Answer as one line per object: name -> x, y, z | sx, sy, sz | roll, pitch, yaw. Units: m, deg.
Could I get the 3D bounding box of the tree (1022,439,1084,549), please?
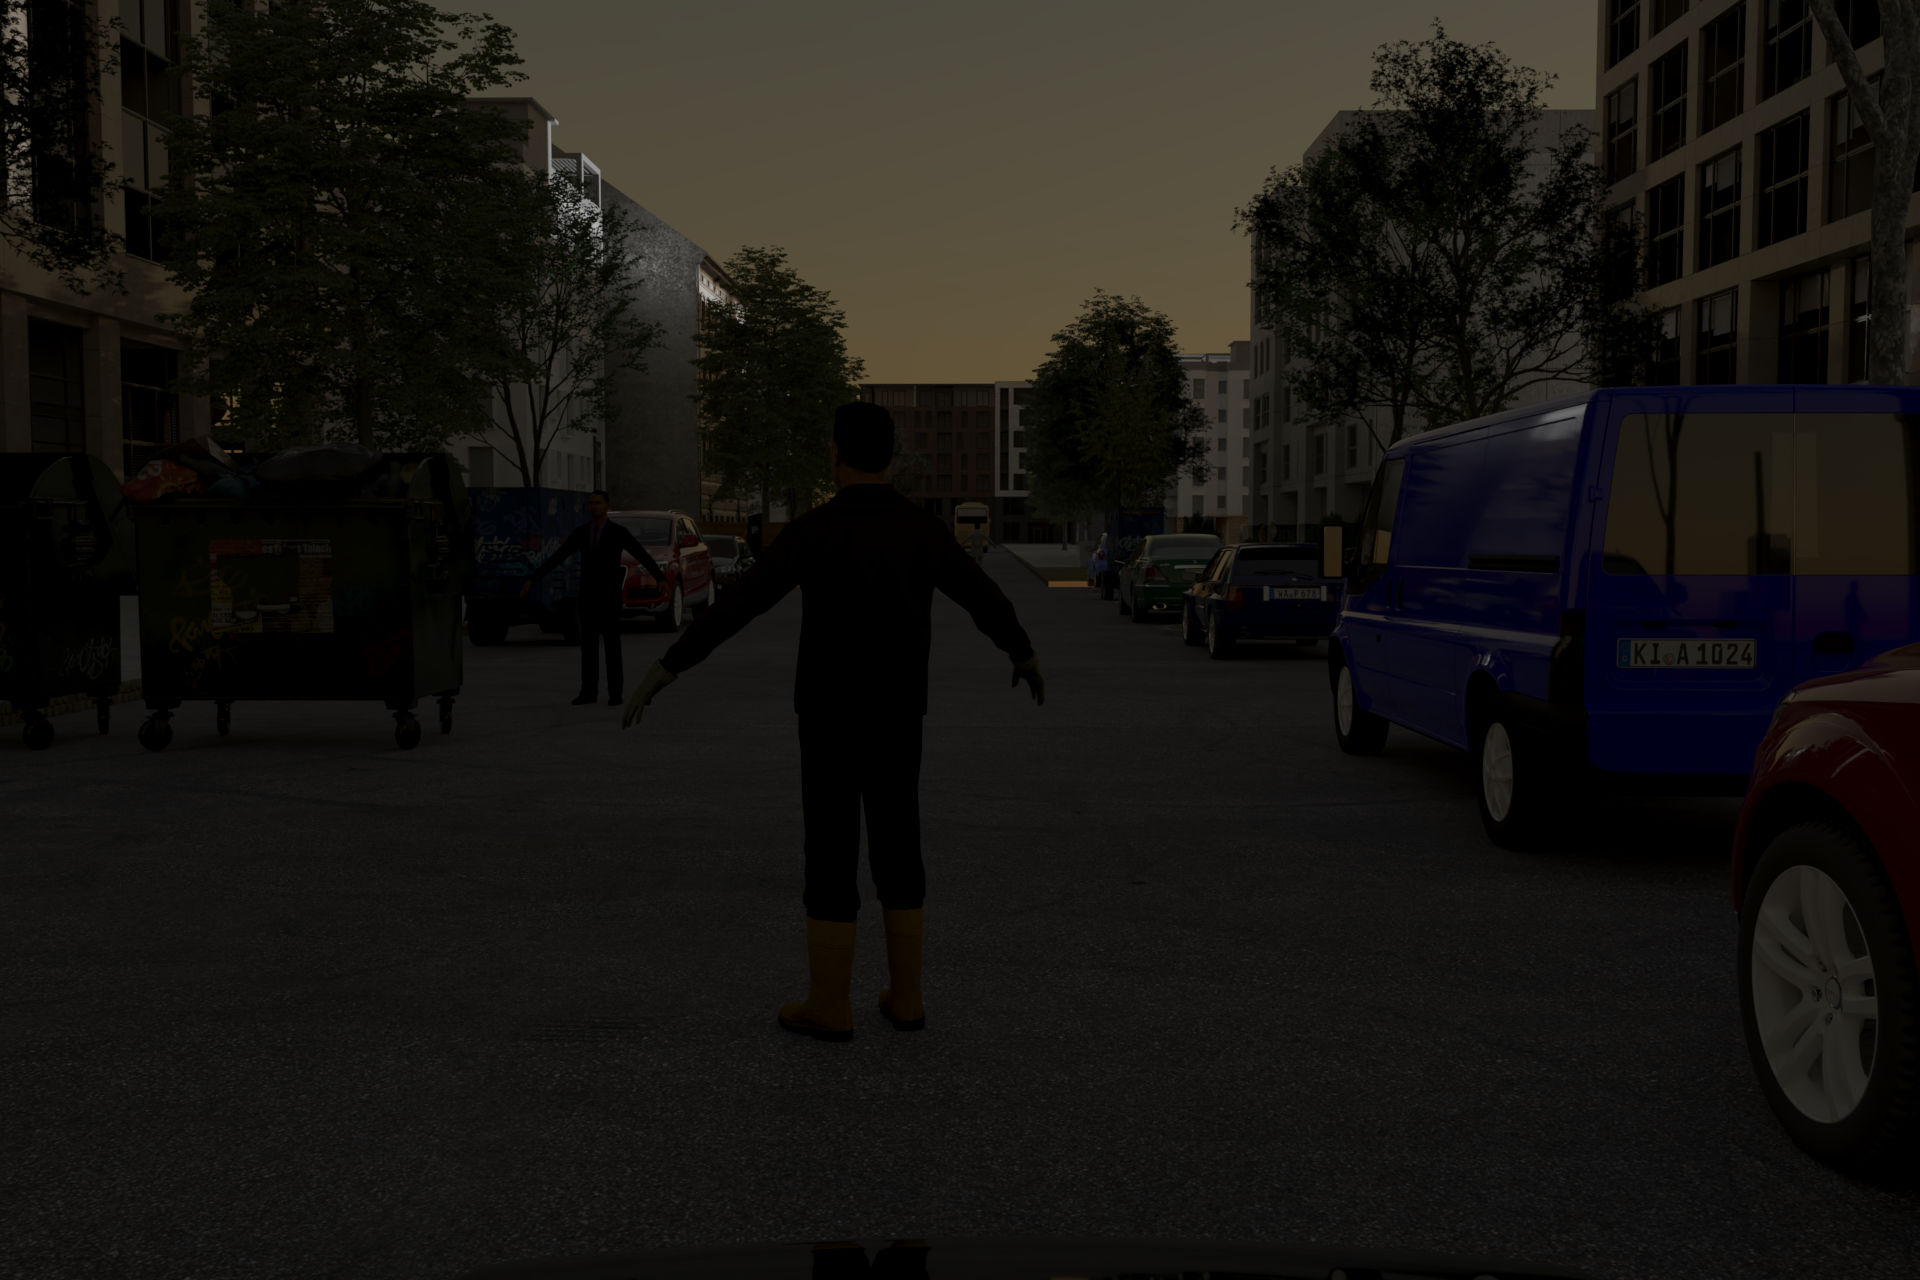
tree -> 9.014, -14.239, 150.935 | 7.486, 12.596, 7.792 | 0, 3, 0

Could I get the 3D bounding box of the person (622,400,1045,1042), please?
person -> -0.295, 0.220, 4.999 | 1.346, 1.812, 0.704 | -2, 4, -29

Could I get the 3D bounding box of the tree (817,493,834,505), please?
tree -> -18.243, -17.776, 240.992 | 4.360, 8.622, 3.978 | 0, 3, 0

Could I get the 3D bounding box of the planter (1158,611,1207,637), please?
planter -> 3.888, -0.231, 24.910 | 1.991, 0.319, 1.994 | 0, 4, 0

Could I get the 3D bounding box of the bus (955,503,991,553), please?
bus -> 0.972, -8.753, 134.656 | 2.896, 3.916, 12.252 | 0, 4, 1

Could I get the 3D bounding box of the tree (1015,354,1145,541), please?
tree -> 8.547, -12.811, 116.109 | 9.857, 13.997, 8.962 | 0, 3, 0

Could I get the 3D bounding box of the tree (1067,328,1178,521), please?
tree -> 5.892, -6.775, 61.126 | 4.737, 8.622, 4.395 | 0, 3, 0

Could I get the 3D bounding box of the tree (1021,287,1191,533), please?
tree -> 7.893, -11.290, 91.241 | 9.857, 13.997, 8.962 | 0, 3, 0

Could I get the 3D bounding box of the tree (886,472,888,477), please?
tree -> -7.433, -10.992, 130.077 | 4.737, 8.622, 4.395 | 0, 3, 0

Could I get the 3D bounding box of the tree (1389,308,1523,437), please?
tree -> 16.035, -6.423, 55.383 | 4.737, 8.622, 4.395 | 0, 3, 0

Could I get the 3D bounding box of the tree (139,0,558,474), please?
tree -> -11.168, -6.962, 31.962 | 7.486, 12.596, 7.792 | 0, 3, 0

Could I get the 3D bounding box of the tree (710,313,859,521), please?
tree -> -7.849, -9.462, 80.465 | 9.928, 11.665, 9.643 | 0, 3, 0

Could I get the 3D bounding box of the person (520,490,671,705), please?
person -> -3.041, -0.361, 14.578 | 1.346, 1.802, 0.704 | 1, 4, 12

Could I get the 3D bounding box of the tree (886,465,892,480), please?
tree -> -7.143, -10.435, 120.969 | 4.737, 8.622, 4.395 | 0, 3, 0

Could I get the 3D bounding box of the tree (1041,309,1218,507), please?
tree -> 7.314, -8.429, 72.230 | 7.601, 10.594, 8.767 | 2, 4, 24

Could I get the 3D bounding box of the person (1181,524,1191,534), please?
person -> 10.869, -4.658, 82.291 | 1.348, 1.813, 0.705 | -2, 4, -23

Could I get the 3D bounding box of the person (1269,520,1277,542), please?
person -> 12.422, -3.853, 68.846 | 0.705, 1.847, 1.347 | 1, 4, 12

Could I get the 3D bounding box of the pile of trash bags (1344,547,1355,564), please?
pile of trash bags -> 7.732, -1.303, 31.057 | 1.912, 1.369, 3.447 | 0, 4, 1

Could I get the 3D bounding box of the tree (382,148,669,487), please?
tree -> -11.611, -7.392, 46.621 | 9.928, 11.665, 9.643 | 0, 3, 0

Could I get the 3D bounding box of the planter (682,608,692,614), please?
planter -> -5.681, -0.669, 32.071 | 1.991, 0.319, 1.994 | 0, 4, 2

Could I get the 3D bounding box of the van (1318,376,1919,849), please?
van -> 3.398, -0.314, 9.515 | 2.240, 2.365, 5.245 | 0, 4, 1

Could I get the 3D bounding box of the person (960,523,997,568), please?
person -> 0.566, -2.984, 57.439 | 1.347, 1.806, 0.705 | 0, 4, -7

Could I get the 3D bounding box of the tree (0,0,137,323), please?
tree -> -11.799, -5.077, 17.424 | 8.767, 10.594, 7.601 | 2, 4, 24

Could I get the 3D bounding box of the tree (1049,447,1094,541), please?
tree -> 7.929, -9.518, 105.990 | 4.360, 8.622, 3.978 | 0, 3, 0

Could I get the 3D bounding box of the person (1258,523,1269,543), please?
person -> 12.870, -4.070, 73.344 | 0.721, 1.733, 1.217 | 2, 4, 26

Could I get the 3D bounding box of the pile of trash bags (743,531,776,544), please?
pile of trash bags -> -5.844, -2.476, 50.236 | 1.912, 1.369, 3.447 | 0, 4, 1

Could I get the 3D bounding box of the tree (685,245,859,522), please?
tree -> -7.455, -9.208, 68.682 | 7.486, 12.596, 7.792 | 0, 3, 0

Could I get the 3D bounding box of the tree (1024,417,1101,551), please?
tree -> 8.511, -13.208, 134.073 | 7.486, 12.596, 7.792 | 0, 3, 0

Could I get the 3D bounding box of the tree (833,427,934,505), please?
tree -> -6.641, -12.586, 140.191 | 8.767, 10.594, 7.601 | -1, 4, -19

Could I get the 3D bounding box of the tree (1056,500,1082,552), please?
tree -> 8.396, -10.600, 123.672 | 4.360, 8.622, 3.978 | 0, 3, 0

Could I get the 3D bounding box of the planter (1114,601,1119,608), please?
planter -> 4.066, -0.800, 34.226 | 1.991, 0.319, 1.994 | 0, 4, 2

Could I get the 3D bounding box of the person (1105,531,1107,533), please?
person -> 6.462, -4.035, 75.239 | 0.599, 1.433, 0.991 | 3, 4, 36
